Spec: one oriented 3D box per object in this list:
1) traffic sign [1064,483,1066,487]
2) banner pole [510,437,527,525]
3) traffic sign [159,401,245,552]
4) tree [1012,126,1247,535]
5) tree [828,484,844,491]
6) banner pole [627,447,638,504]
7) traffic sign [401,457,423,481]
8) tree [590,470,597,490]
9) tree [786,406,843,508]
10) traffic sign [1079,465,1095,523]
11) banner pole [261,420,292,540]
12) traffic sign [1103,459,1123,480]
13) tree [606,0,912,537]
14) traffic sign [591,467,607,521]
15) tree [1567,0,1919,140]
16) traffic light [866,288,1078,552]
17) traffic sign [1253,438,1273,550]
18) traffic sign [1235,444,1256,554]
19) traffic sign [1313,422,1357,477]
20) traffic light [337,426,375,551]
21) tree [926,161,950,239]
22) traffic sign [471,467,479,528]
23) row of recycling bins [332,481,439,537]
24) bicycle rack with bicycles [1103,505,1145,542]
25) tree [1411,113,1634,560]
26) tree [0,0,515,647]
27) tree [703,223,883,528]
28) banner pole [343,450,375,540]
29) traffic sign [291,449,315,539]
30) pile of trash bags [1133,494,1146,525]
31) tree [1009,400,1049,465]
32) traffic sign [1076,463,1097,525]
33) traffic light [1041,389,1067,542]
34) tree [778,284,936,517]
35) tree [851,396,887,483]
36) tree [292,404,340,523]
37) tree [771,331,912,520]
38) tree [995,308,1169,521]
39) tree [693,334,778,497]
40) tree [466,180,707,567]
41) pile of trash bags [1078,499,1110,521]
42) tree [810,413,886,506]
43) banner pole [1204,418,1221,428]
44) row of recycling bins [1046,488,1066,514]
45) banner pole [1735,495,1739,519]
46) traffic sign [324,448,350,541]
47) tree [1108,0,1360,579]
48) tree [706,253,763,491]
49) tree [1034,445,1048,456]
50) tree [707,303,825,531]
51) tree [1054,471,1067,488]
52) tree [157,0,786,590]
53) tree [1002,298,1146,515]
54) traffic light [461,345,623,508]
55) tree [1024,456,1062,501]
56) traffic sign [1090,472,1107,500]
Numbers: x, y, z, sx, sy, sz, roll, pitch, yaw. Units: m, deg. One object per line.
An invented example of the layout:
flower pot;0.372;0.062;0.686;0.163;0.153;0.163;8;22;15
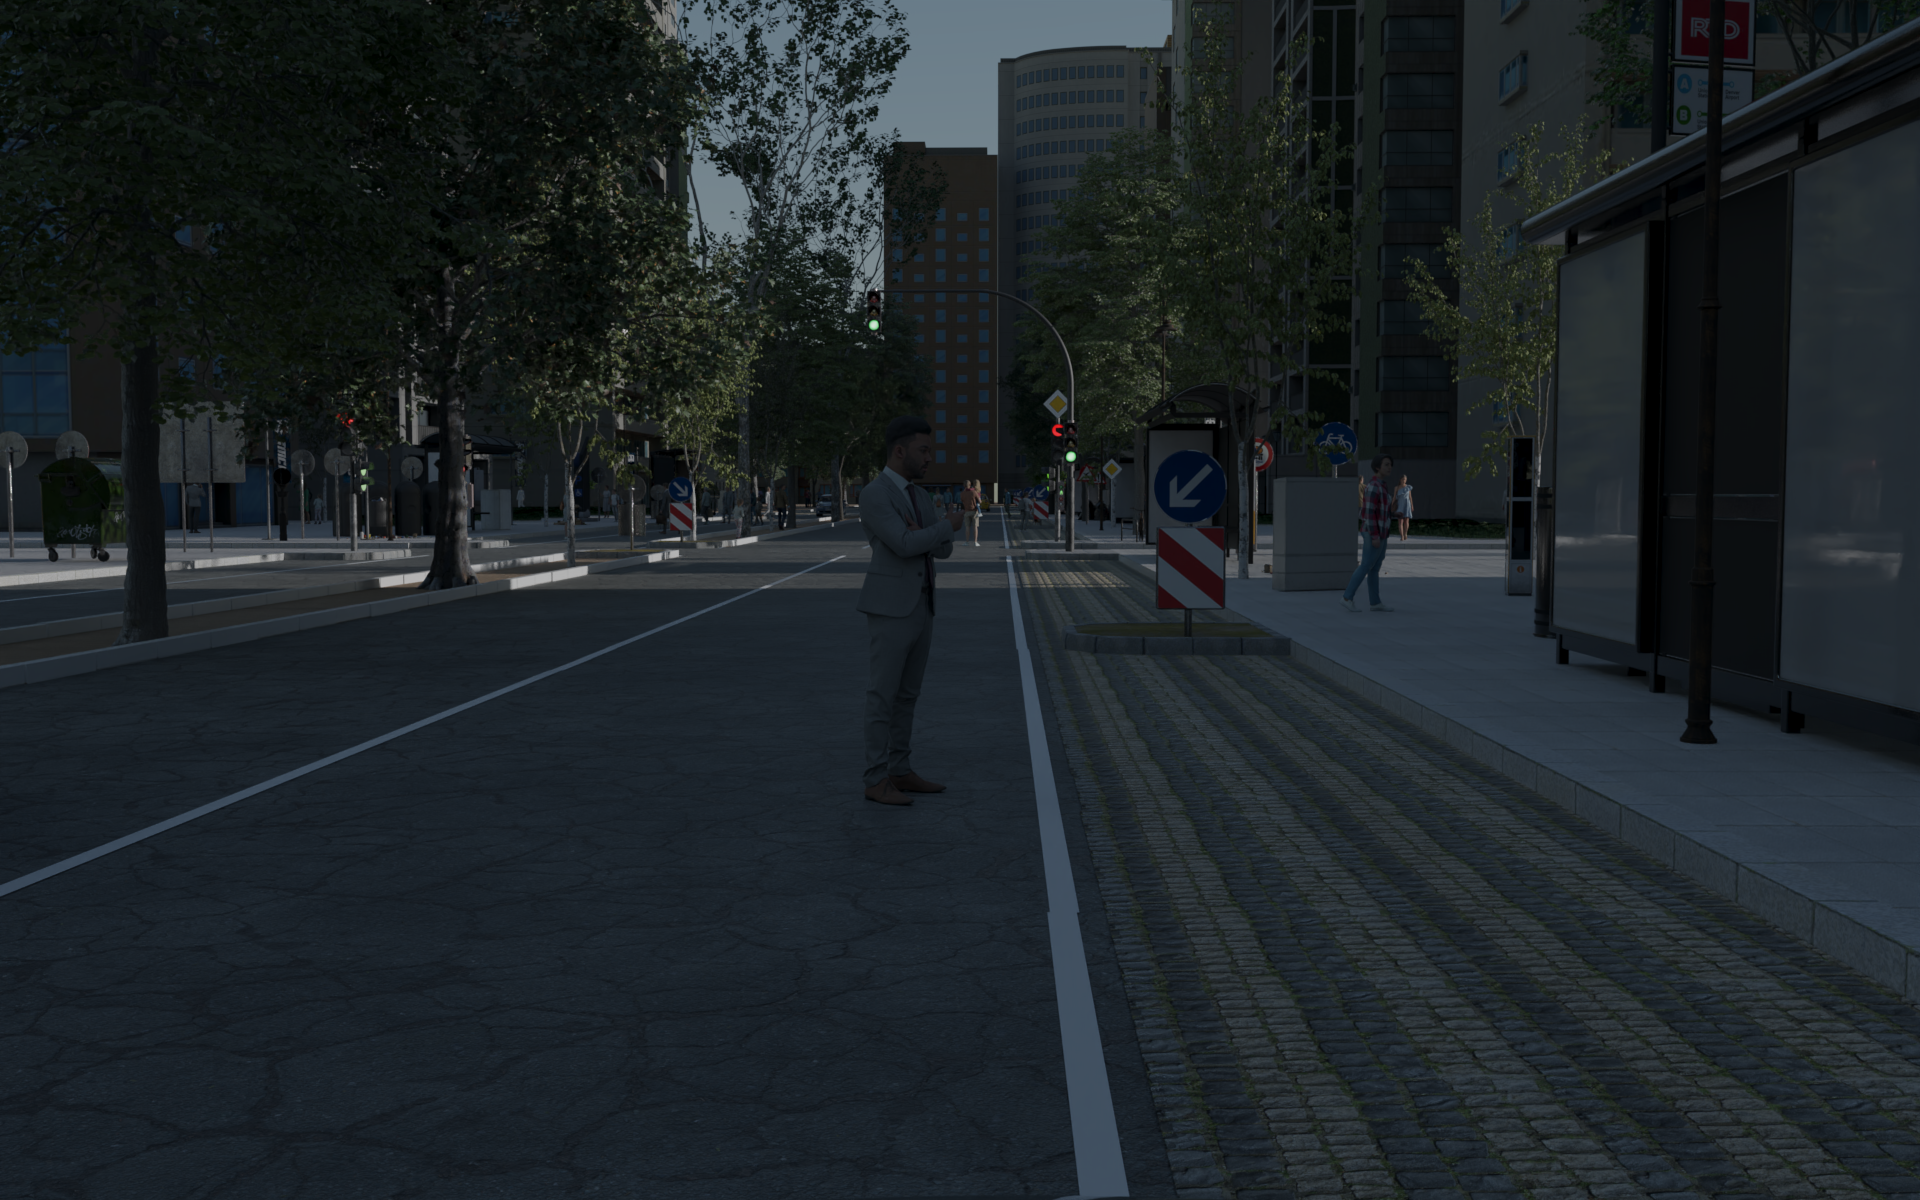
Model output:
traffic sign;7.771;-7.477;122.249;0.884;2.594;0.081;0;4;6
banner pole;-18.250;-4.970;71.284;0.863;3.779;0.401;0;4;5
traffic sign;-16.787;-2.704;38.077;2.265;3.308;0.079;1;4;9
tree;5.231;-8.331;54.338;7.486;12.596;7.792;0;3;0
tree;-13.118;-11.386;180.768;1.663;3.219;1.824;0;3;0
banner pole;-17.414;-6.265;92.456;0.401;3.779;0.863;3;5;44
traffic sign;-18.602;-3.589;58.791;0.768;2.556;0.104;0;4;2
tree;-26.284;-7.721;120.832;1.663;3.219;1.824;0;3;0
tree;-13.890;-14.657;165.403;9.928;11.665;9.643;0;3;0
traffic sign;5.665;-4.699;76.940;0.768;2.556;0.104;0;4;2
banner pole;-19.184;-3.583;48.601;0.863;3.779;0.401;-1;4;-19
traffic sign;5.617;-3.926;63.917;0.795;2.593;0.064;0;4;5
tree;-8.285;-12.165;57.246;12.611;20.169;13.585;0;3;0
traffic sign;-17.027;-4.989;81.674;0.768;2.556;0.104;0;4;4
tree;11.499;-5.876;21.834;9.928;11.665;9.643;0;3;0
traffic light;0.331;-3.902;38.463;4.771;5.953;1.251;0;4;1
traffic sign;6.676;-2.386;39.116;0.768;2.556;0.104;0;4;5
traffic sign;5.978;-2.272;37.248;0.768;2.556;0.104;0;4;4
traffic sign;6.637;-1.872;30.717;0.768;2.556;0.104;0;4;4
traffic light;-13.633;-3.057;38.903;0.839;4.253;0.868;0;4;1
tree;-7.202;-13.783;83.697;12.611;20.169;13.585;0;3;0
traffic sign;-18.696;-3.926;66.318;0.606;2.300;0.079;1;4;11
row of recycling bins;-17.335;-2.806;52.998;3.534;1.692;1.069;-2;4;-32
bicycle rack with bicycles;5.551;-2.059;47.046;2.852;0.926;2.925;0;4;-7
tree;11.073;-5.100;33.752;4.737;8.622;4.395;0;3;0
tree;-7.742;-5.854;16.299;7.486;12.596;7.792;0;3;0
tree;-7.147;-9.289;72.460;7.486;12.596;7.792;0;3;0
banner pole;-16.792;-3.564;48.292;0.863;3.779;0.401;-2;4;-31
traffic sign;-18.764;-3.014;49.381;0.768;2.556;0.104;0;4;7
pile of trash bags;7.669;-3.529;67.444;1.912;1.369;3.447;0;4;-7
tree;8.112;-14.079;155.948;9.928;11.665;9.643;0;3;0
traffic sign;5.331;-4.458;72.897;0.884;2.594;0.081;0;4;7
traffic light;2.605;-3.524;46.540;0.839;4.253;0.868;0;4;1
tree;-5.838;-12.014;105.539;9.857;13.997;8.962;0;3;0
tree;-5.859;-9.885;114.431;4.737;8.622;4.395;0;3;0
tree;-28.722;-7.779;77.553;4.360;8.622;3.978;0;3;0
tree;-6.429;-9.620;94.161;8.767;10.594;7.601;0;4;1
tree;5.914;-9.005;81.636;8.767;10.594;7.601;0;4;1
tree;-14.506;-13.156;121.748;9.857;13.997;8.962;0;3;0
tree;-7.544;-4.921;33.279;4.737;8.622;4.395;0;3;0
pile of trash bags;7.223;-4.549;84.136;1.912;1.369;3.447;-2;4;-28
tree;-12.590;-16.661;189.417;9.611;12.733;9.660;0;3;0
banner pole;7.157;-3.596;48.805;0.863;3.779;0.401;-3;4;-37
row of recycling bins;7.179;-6.261;109.478;3.534;1.692;1.069;-1;4;-9
banner pole;20.857;-3.460;46.594;0.401;3.779;0.863;0;4;7
traffic sign;-17.111;-2.904;47.580;0.768;2.556;0.104;0;4;5
tree;4.261;-4.610;25.736;4.737;8.622;4.395;0;3;0
tree;-7.395;-5.808;47.775;4.737;8.622;4.395;0;3;0
tree;6.034;-7.124;66.835;4.737;8.622;4.395;0;3;0
tree;-7.214;-6.931;66.145;4.360;8.622;3.978;0;3;0
tree;7.476;-7.973;124.960;1.663;3.219;1.824;0;3;0
tree;-7.666;-6.509;25.895;9.611;12.733;9.660;0;3;0
tree;6.991;-12.173;105.682;9.857;13.997;8.962;0;3;0
traffic light;-11.360;-4.416;46.874;4.771;5.953;1.251;0;4;1
tree;6.570;-9.135;133.063;4.285;4.588;4.351;0;3;0
traffic sign;7.375;-5.644;92.289;0.884;2.594;0.081;0;4;2
